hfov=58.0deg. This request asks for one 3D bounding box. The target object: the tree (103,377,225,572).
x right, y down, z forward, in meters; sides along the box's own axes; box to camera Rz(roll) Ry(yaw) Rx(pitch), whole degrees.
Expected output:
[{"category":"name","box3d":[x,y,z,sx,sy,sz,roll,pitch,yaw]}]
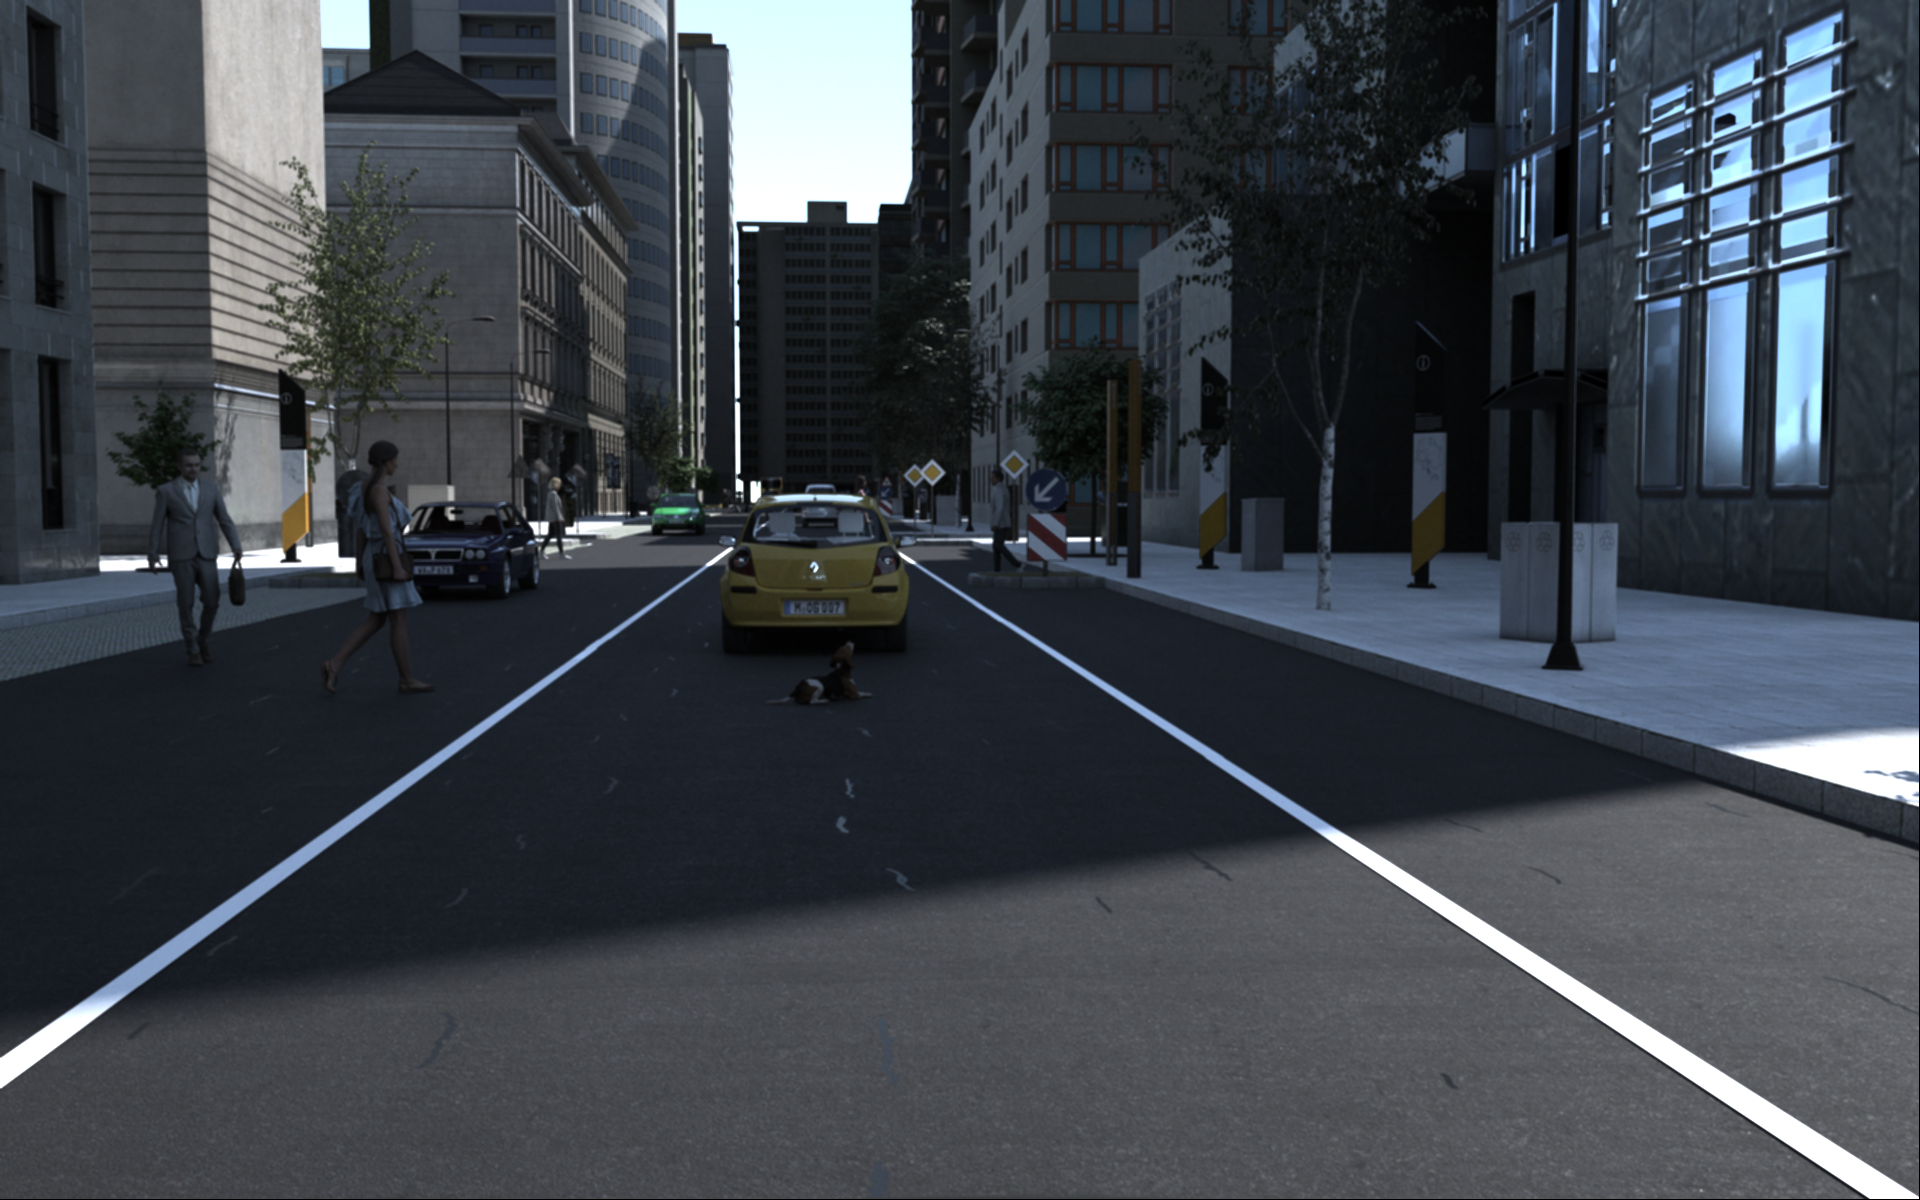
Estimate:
[{"category":"tree","box3d":[-13.282,-2.099,28.916,1.663,3.219,1.824,0,3,0]}]

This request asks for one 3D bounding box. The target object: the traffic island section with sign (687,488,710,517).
[{"category":"traffic island section with sign","box3d":[-16.725,-6.116,108.621,1.989,1.847,2.006,0,4,-5]}]

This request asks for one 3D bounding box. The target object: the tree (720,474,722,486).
[{"category":"tree","box3d":[-26.373,-11.941,178.955,4.285,4.588,4.351,0,3,0]}]

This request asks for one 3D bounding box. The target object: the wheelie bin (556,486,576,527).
[{"category":"wheelie bin","box3d":[-15.225,-3.607,66.883,0.693,1.594,0.980,1,4,23]}]

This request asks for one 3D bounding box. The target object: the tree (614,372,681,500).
[{"category":"tree","box3d":[-18.722,-9.419,104.357,4.360,8.622,3.978,0,3,0]}]

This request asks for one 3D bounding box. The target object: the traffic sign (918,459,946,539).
[{"category":"traffic sign","box3d":[-0.784,-2.778,49.062,0.795,2.450,0.064,0,4,-5]}]

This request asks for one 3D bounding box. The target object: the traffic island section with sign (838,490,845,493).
[{"category":"traffic island section with sign","box3d":[-12.914,-10.900,186.843,1.989,1.847,2.006,0,4,-5]}]

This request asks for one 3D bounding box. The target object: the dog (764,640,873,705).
[{"category":"dog","box3d":[-0.981,0.500,12.025,0.748,0.427,0.550,0,4,-2]}]

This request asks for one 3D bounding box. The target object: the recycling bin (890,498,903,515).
[{"category":"recycling bin","box3d":[-3.884,-5.711,105.921,0.722,1.027,0.722,-1,4,-13]}]

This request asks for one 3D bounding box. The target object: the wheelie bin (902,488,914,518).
[{"category":"wheelie bin","box3d":[-2.726,-5.158,92.235,0.693,1.594,0.980,0,4,8]}]

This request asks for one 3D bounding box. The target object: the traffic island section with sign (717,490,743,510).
[{"category":"traffic island section with sign","box3d":[-21.063,-9.127,157.850,1.989,1.847,2.006,0,4,-5]}]

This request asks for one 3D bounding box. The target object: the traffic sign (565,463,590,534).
[{"category":"traffic sign","box3d":[-12.390,-3.207,56.077,0.795,2.450,0.064,0,4,-5]}]

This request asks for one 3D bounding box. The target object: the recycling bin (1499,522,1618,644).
[{"category":"recycling bin","box3d":[5.263,-0.164,15.241,0.722,1.027,0.722,-2,4,-29]}]

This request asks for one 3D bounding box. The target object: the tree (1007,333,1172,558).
[{"category":"tree","box3d":[2.658,-3.169,35.533,4.285,4.588,4.351,0,3,0]}]

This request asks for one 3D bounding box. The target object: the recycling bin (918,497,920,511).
[{"category":"recycling bin","box3d":[-2.691,-7.265,131.337,0.722,1.027,0.722,-2,4,-32]}]

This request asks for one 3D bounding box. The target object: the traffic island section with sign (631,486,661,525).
[{"category":"traffic island section with sign","box3d":[-14.282,-4.425,80.972,1.989,1.847,2.006,0,4,-5]}]

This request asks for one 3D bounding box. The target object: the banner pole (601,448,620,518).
[{"category":"banner pole","box3d":[-19.041,-6.337,93.625,0.401,3.779,0.863,3,5,43]}]

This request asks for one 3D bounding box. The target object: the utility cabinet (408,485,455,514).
[{"category":"utility cabinet","box3d":[-13.196,-2.116,43.277,1.173,1.500,0.318,1,4,19]}]

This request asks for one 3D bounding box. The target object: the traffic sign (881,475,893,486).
[{"category":"traffic sign","box3d":[-5.003,-7.250,118.536,0.884,2.594,0.081,0,4,-1]}]

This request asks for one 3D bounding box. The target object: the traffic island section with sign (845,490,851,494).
[{"category":"traffic island section with sign","box3d":[-6.068,-6.156,109.276,1.989,1.847,2.006,0,4,-5]}]

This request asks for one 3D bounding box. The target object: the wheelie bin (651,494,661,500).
[{"category":"wheelie bin","box3d":[-18.711,-6.048,106.789,0.693,1.594,0.980,0,4,6]}]

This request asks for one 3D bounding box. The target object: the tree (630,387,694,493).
[{"category":"tree","box3d":[-20.257,-10.249,117.939,4.737,8.622,4.395,0,3,0]}]

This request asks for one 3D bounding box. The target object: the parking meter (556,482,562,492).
[{"category":"parking meter","box3d":[-16.591,-4.017,71.393,0.255,1.863,0.399,1,4,21]}]

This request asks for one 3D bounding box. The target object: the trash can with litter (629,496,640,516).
[{"category":"trash can with litter","box3d":[-18.659,-5.401,99.691,0.624,1.170,1.055,-2,4,-30]}]

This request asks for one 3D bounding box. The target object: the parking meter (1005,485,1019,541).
[{"category":"parking meter","box3d":[1.419,-2.368,47.122,0.372,1.533,0.369,0,3,0]}]

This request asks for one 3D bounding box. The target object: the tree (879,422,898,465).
[{"category":"tree","box3d":[-4.163,-10.755,126.214,4.360,8.622,3.978,0,3,0]}]

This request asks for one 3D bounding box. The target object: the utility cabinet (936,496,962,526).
[{"category":"utility cabinet","box3d":[-0.444,-3.585,69.770,1.020,1.237,0.306,2,4,26]}]

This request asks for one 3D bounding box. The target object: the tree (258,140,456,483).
[{"category":"tree","box3d":[-12.936,-5.291,36.873,4.737,8.622,4.395,0,3,0]}]

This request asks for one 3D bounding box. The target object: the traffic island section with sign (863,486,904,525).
[{"category":"traffic island section with sign","box3d":[-3.681,-4.497,82.148,1.989,1.847,2.006,0,4,-5]}]

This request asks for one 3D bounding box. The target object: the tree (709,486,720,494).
[{"category":"tree","box3d":[-26.341,-11.666,185.344,1.663,3.219,1.824,0,3,0]}]

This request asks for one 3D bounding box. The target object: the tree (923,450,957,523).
[{"category":"tree","box3d":[-0.874,-4.988,76.150,1.663,3.219,1.824,0,3,0]}]

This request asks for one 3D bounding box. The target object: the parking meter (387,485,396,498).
[{"category":"parking meter","box3d":[-15.212,-2.307,46.128,0.372,1.533,0.369,0,3,0]}]

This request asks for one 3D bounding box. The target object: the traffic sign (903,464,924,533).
[{"category":"traffic sign","box3d":[-1.487,-3.264,57.016,0.795,2.450,0.064,0,4,-5]}]

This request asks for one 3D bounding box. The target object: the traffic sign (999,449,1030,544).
[{"category":"traffic sign","box3d":[1.391,-2.646,44.448,0.795,2.450,0.064,0,4,-1]}]

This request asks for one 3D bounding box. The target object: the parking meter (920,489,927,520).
[{"category":"parking meter","box3d":[-1.779,-4.634,84.185,0.372,1.533,0.369,0,3,0]}]

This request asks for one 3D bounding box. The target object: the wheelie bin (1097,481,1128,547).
[{"category":"wheelie bin","box3d":[3.764,-2.110,42.404,0.980,1.594,0.693,-1,4,-13]}]

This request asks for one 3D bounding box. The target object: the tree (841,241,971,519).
[{"category":"tree","box3d":[-1.153,-11.128,88.592,9.857,13.997,8.962,0,3,0]}]

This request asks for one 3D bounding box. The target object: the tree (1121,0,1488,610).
[{"category":"tree","box3d":[4.001,-4.211,19.216,4.360,8.622,3.978,0,3,0]}]

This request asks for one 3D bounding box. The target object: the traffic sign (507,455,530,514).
[{"category":"traffic sign","box3d":[-14.495,-3.495,57.139,0.884,2.594,0.081,0,4,0]}]

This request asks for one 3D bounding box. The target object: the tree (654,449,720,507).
[{"category":"tree","box3d":[-20.622,-8.678,125.596,4.285,4.588,4.351,0,3,0]}]

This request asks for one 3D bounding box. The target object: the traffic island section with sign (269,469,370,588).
[{"category":"traffic island section with sign","box3d":[-9.534,-1.134,27.162,1.989,1.847,2.006,0,4,-5]}]

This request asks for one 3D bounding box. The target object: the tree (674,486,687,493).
[{"category":"tree","box3d":[-22.356,-8.803,138.524,1.663,3.219,1.824,0,3,0]}]

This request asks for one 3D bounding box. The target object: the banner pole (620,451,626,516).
[{"category":"banner pole","box3d":[-19.980,-6.826,101.628,0.863,3.779,0.401,-1,4,-8]}]

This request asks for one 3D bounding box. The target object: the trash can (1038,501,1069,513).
[{"category":"trash can","box3d":[2.034,-1.621,38.153,0.748,1.137,0.748,0,3,0]}]

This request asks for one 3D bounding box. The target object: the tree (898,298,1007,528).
[{"category":"tree","box3d":[-0.127,-7.048,65.602,4.360,8.622,3.978,0,3,0]}]

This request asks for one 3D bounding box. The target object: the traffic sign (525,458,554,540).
[{"category":"traffic sign","box3d":[-11.688,-2.721,48.123,0.795,2.450,0.064,0,4,-5]}]

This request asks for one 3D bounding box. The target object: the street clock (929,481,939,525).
[{"category":"street clock","box3d":[-1.099,-4.140,72.259,0.358,2.002,0.471,2,4,28]}]

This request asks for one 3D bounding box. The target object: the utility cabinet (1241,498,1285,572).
[{"category":"utility cabinet","box3d":[5.076,-1.095,29.063,0.306,1.237,1.020,3,4,37]}]

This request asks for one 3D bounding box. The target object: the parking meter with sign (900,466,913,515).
[{"category":"parking meter with sign","box3d":[-3.382,-6.821,107.783,0.543,3.016,1.738,-2,4,-33]}]

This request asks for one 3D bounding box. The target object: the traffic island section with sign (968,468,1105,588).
[{"category":"traffic island section with sign","box3d":[1.155,-1.148,27.400,1.989,1.847,2.006,0,4,-5]}]

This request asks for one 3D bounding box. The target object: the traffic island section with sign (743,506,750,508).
[{"category":"traffic island section with sign","box3d":[-23.438,-10.769,184.701,1.989,1.847,2.006,0,4,-5]}]
